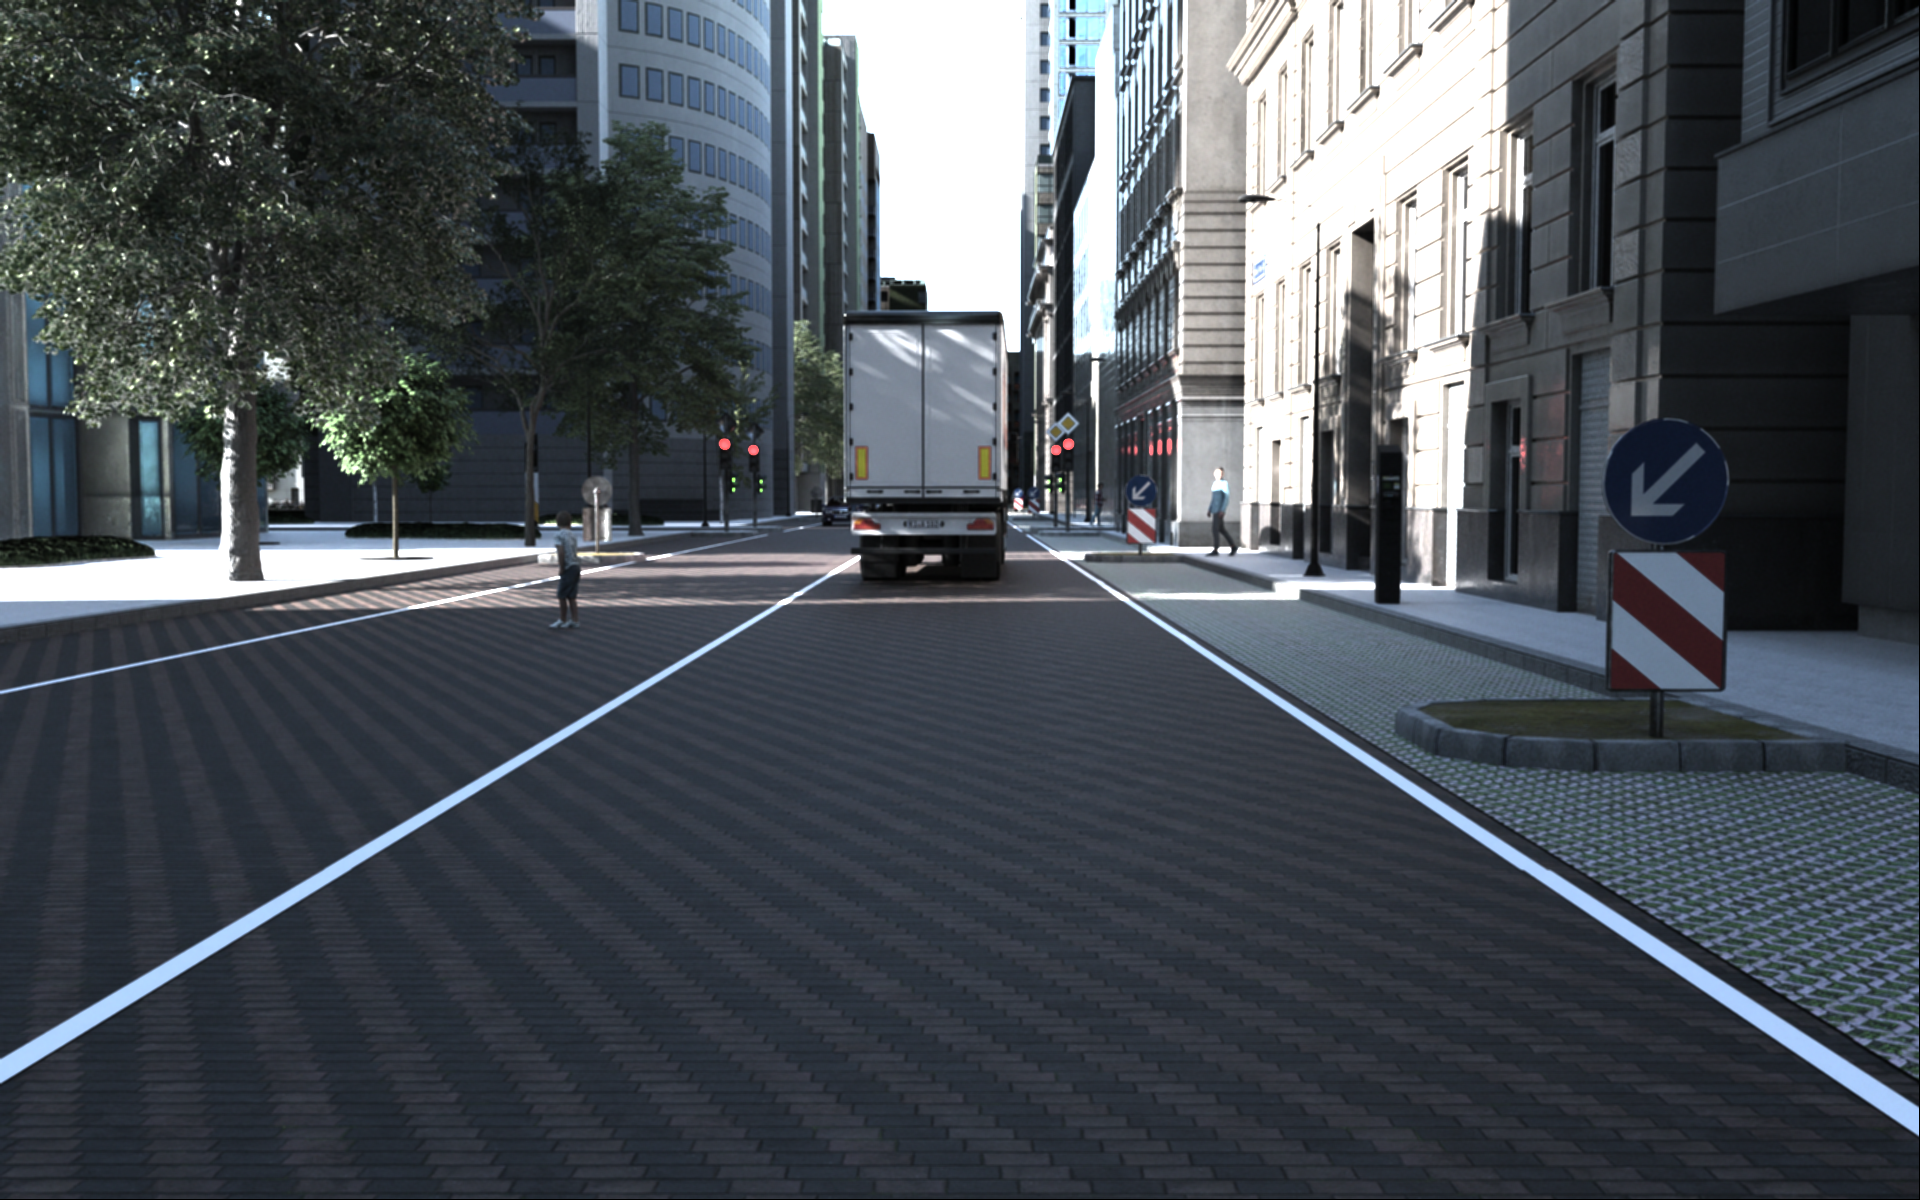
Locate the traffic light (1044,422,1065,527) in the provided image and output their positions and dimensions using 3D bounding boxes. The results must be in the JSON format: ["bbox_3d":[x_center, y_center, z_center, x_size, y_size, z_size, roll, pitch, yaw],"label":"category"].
[{"bbox_3d":[3.699,-4.792,67.267,0.839,4.253,0.868,0,4,0],"label":"traffic light"}]

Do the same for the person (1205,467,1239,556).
[{"bbox_3d":[5.412,-1.820,35.666,0.748,1.841,0.638,0,4,-4],"label":"person"}]

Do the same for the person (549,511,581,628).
[{"bbox_3d":[-4.219,-0.325,18.499,0.332,1.250,0.352,-2,4,-32],"label":"person"}]

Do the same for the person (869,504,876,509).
[{"bbox_3d":[-4.374,-4.832,87.631,0.853,1.813,0.709,-2,4,-33],"label":"person"}]

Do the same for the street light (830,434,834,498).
[{"bbox_3d":[-9.217,-9.676,130.738,1.470,5.913,1.316,0,4,0],"label":"street light"}]

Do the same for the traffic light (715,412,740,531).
[{"bbox_3d":[-7.987,-4.305,59.302,0.839,4.253,0.868,0,4,0],"label":"traffic light"}]

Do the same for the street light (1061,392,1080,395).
[{"bbox_3d":[5.266,-6.499,78.793,1.470,5.913,1.316,0,4,0],"label":"street light"}]

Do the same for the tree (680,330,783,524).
[{"bbox_3d":[-10.084,-7.592,74.488,4.737,8.622,4.395,0,3,0],"label":"tree"}]

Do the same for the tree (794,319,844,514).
[{"bbox_3d":[-10.726,-11.854,111.943,7.486,12.596,7.792,0,3,0],"label":"tree"}]

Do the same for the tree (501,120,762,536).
[{"bbox_3d":[-9.920,-8.232,52.717,7.486,12.596,7.792,0,3,0],"label":"tree"}]

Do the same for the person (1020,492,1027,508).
[{"bbox_3d":[5.907,-9.344,162.034,0.991,1.433,0.599,3,4,37],"label":"person"}]

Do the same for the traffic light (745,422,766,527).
[{"bbox_3d":[-7.962,-4.793,67.287,0.839,4.253,0.868,0,4,0],"label":"traffic light"}]

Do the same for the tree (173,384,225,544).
[{"bbox_3d":[-18.227,-3.704,44.268,4.285,4.588,4.351,0,3,0],"label":"tree"}]

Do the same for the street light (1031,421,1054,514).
[{"bbox_3d":[5.314,-8.416,110.150,1.470,5.913,1.316,0,4,0],"label":"street light"}]

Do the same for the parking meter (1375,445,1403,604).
[{"bbox_3d":[5.030,-0.894,20.331,0.255,1.863,0.399,0,4,7],"label":"parking meter"}]

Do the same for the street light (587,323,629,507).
[{"bbox_3d":[-9.567,-4.562,47.130,1.470,5.913,1.316,0,4,0],"label":"street light"}]

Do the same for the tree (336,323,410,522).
[{"bbox_3d":[-25.100,-7.565,74.052,4.737,8.622,4.395,0,3,0],"label":"tree"}]

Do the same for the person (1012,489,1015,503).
[{"bbox_3d":[6.131,-11.632,196.195,0.705,1.831,1.348,1,4,18],"label":"person"}]

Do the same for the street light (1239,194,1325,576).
[{"bbox_3d":[5.013,-3.330,26.988,1.470,5.913,1.316,0,4,0],"label":"street light"}]

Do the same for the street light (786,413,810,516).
[{"bbox_3d":[-9.317,-7.760,99.411,1.470,5.913,1.316,0,4,0],"label":"street light"}]

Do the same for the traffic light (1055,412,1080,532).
[{"bbox_3d":[3.675,-4.303,59.282,0.839,4.253,0.868,0,4,0],"label":"traffic light"}]

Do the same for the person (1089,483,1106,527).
[{"bbox_3d":[5.404,-3.733,67.909,0.643,1.720,0.563,1,4,12],"label":"person"}]

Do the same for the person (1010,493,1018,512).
[{"bbox_3d":[4.079,-7.363,129.364,0.782,1.767,0.515,-2,4,-34],"label":"person"}]

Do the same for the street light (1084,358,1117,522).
[{"bbox_3d":[5.112,-5.295,59.121,1.470,5.913,1.316,0,4,0],"label":"street light"}]

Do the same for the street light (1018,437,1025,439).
[{"bbox_3d":[5.369,-10.371,142.105,1.470,5.913,1.316,0,4,0],"label":"street light"}]

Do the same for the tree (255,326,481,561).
[{"bbox_3d":[-11.186,-3.071,33.932,4.285,4.588,4.351,0,3,0],"label":"tree"}]

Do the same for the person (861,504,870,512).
[{"bbox_3d":[-4.358,-4.443,81.634,0.782,1.767,0.515,0,4,-7],"label":"person"}]

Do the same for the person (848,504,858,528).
[{"bbox_3d":[-4.374,-3.920,72.608,0.654,1.822,0.581,-2,4,-28],"label":"person"}]

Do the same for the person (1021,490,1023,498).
[{"bbox_3d":[5.962,-9.981,170.029,0.445,1.727,0.742,-1,4,-10],"label":"person"}]

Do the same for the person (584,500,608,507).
[{"bbox_3d":[-11.335,-2.906,53.897,0.721,1.781,0.623,-1,4,-11],"label":"person"}]

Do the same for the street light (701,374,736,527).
[{"bbox_3d":[-9.366,-5.788,67.182,1.470,5.913,1.316,0,4,0],"label":"street light"}]

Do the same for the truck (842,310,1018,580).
[{"bbox_3d":[-0.362,-2.640,32.077,2.839,4.237,11.283,0,4,2],"label":"truck"}]

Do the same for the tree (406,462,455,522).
[{"bbox_3d":[-17.281,-3.797,56.685,1.663,3.219,1.824,0,3,0],"label":"tree"}]

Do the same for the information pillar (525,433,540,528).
[{"bbox_3d":[-16.380,-4.584,66.310,0.504,3.616,0.183,0,4,-3],"label":"information pillar"}]
